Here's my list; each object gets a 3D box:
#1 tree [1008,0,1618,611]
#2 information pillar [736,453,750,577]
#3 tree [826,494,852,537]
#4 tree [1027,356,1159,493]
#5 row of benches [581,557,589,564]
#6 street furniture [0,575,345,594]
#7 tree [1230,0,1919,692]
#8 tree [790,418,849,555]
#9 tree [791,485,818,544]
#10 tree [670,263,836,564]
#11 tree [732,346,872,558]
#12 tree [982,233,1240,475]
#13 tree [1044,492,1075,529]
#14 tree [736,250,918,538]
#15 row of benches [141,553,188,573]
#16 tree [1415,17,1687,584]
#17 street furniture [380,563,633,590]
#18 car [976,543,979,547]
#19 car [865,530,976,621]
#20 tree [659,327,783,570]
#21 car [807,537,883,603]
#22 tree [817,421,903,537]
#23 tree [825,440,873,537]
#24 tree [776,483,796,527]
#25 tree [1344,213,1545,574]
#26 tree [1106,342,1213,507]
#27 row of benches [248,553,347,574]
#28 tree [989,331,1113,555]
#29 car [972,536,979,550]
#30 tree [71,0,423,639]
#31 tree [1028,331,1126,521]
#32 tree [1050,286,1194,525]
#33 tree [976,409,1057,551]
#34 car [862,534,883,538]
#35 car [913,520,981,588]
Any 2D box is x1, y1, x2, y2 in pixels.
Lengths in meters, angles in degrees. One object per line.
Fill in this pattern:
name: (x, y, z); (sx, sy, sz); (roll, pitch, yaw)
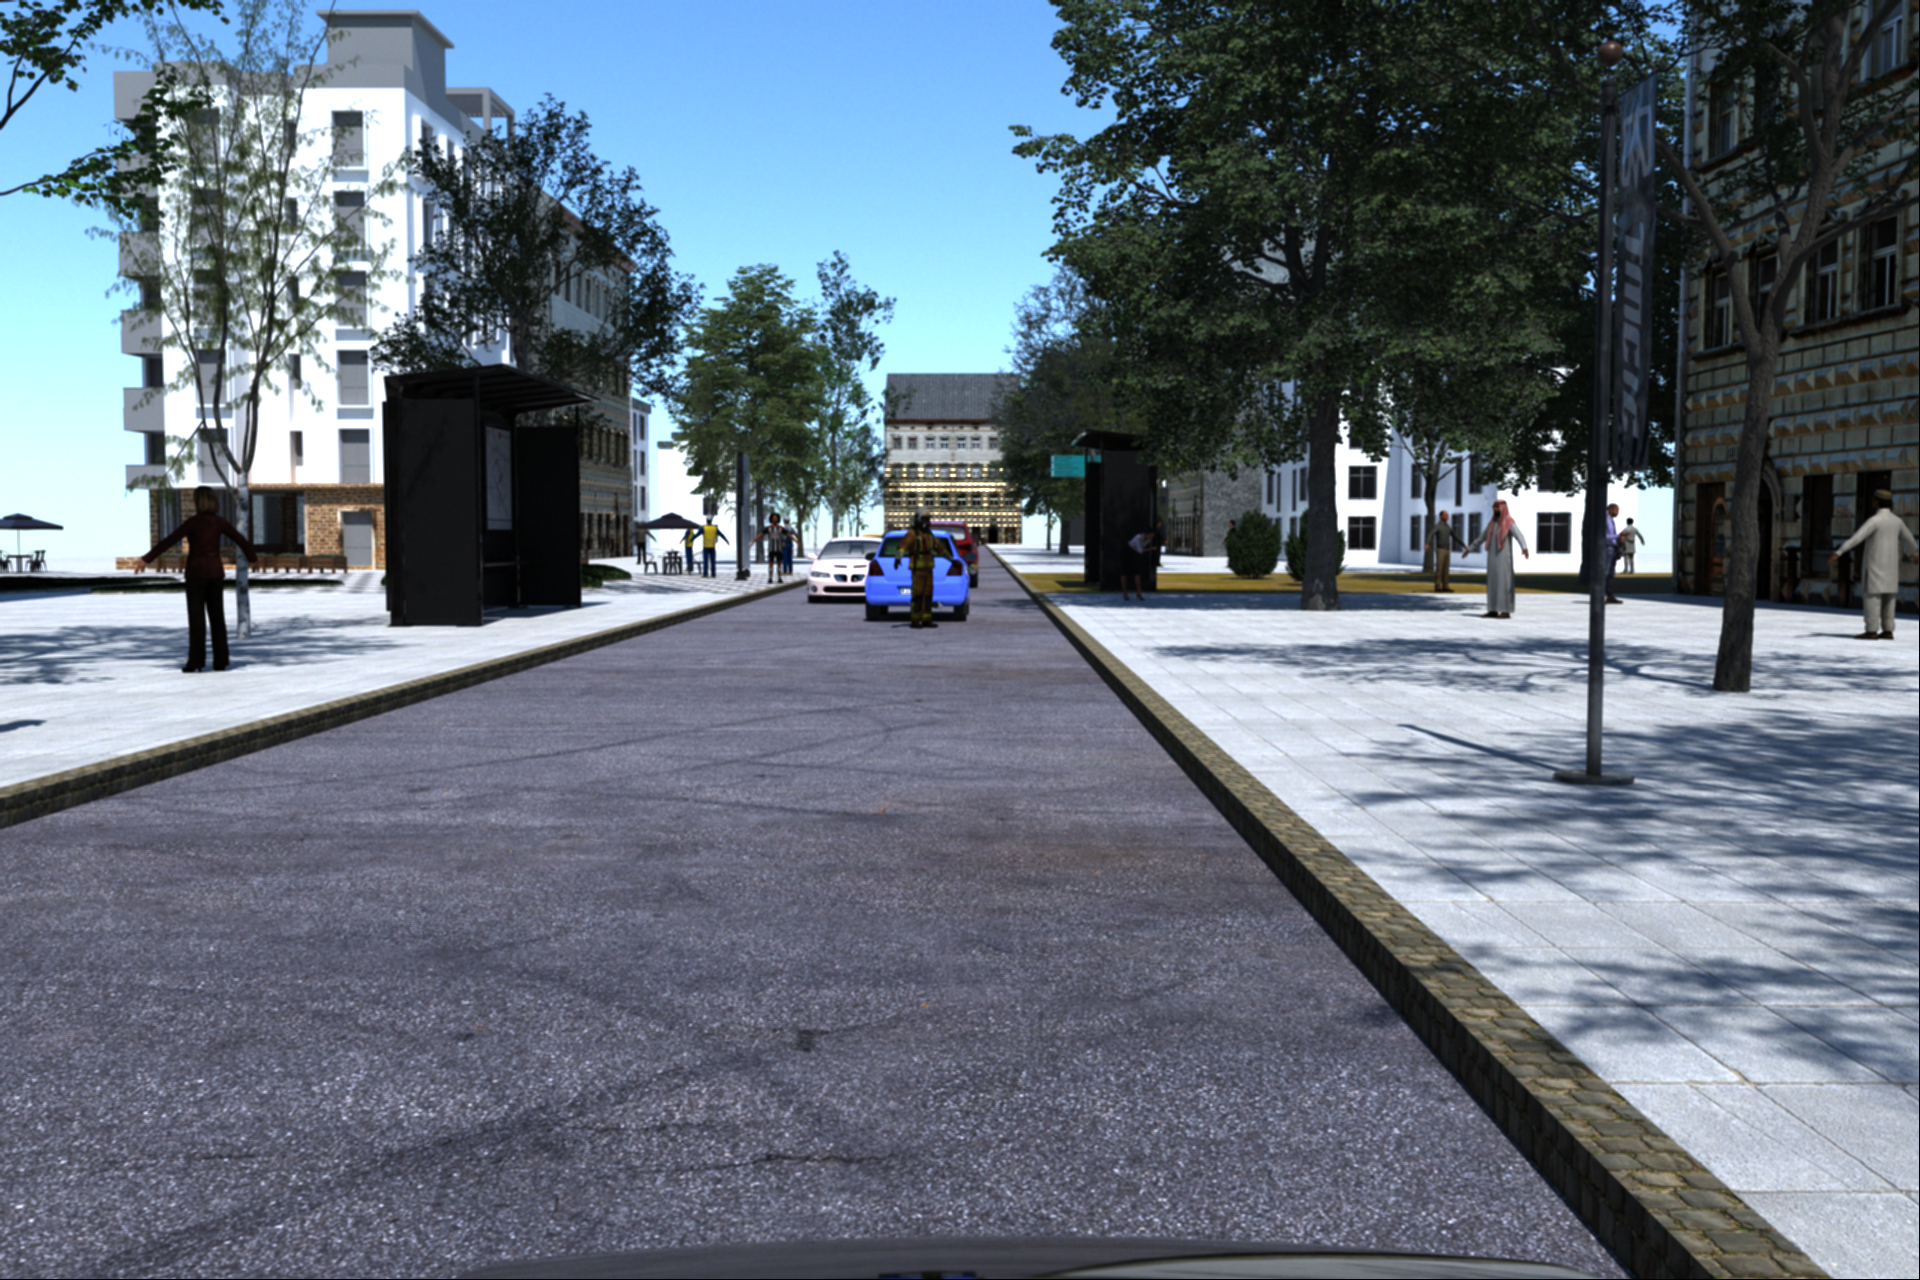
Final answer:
tree: (5.967, -7.471, 28.807); (9.857, 13.997, 8.962); (0, 3, 0)
information pillar: (-6.414, -3.663, 51.207); (0.184, 3.620, 1.656); (0, 4, 1)
tree: (-15.819, -17.071, 229.477); (4.737, 8.622, 4.395); (0, 3, 0)
tree: (6.750, -9.223, 85.215); (7.601, 10.594, 8.767); (-2, 4, -32)
row of benches: (-12.376, -2.229, 51.904); (1.422, 0.672, 4.104); (1, 4, 19)
street furniture: (-30.043, -2.340, 43.290); (27.439, 1.986, 14.083); (2, 4, 25)
tree: (6.191, -4.839, 13.526); (8.767, 10.594, 7.601); (1, 4, 17)
tree: (-8.707, -9.415, 104.295); (4.737, 8.622, 4.395); (0, 3, 0)
tree: (-20.853, -17.415, 235.102); (4.737, 8.622, 4.395); (0, 3, 0)
tree: (-8.744, -9.474, 73.028); (7.486, 12.596, 7.792); (0, 3, 0)
tree: (-8.474, -10.197, 92.474); (9.928, 11.665, 9.643); (0, 3, 0)
tree: (6.119, -9.762, 69.983); (12.009, 13.543, 11.850); (0, 3, 0)
tree: (7.231, -10.300, 118.761); (4.737, 8.622, 4.395); (0, 3, 0)
tree: (-9.293, -16.052, 118.334); (12.611, 20.169, 13.585); (0, 3, 0)
row of benches: (-25.790, -2.552, 57.184); (4.104, 0.672, 1.422); (3, 4, 38)
tree: (16.294, -8.407, 44.105); (9.857, 13.997, 8.962); (0, 3, 0)
street furniture: (-11.359, -1.769, 44.548); (5.734, 0.657, 10.072); (0, 4, -2)
car: (-0.314, -3.355, 66.657); (2.131, 1.459, 4.920); (0, 4, -1)
car: (-0.692, -1.234, 29.775); (1.945, 1.707, 3.694); (0, 4, 1)
tree: (-9.092, -6.803, 61.590); (4.360, 8.622, 3.978); (0, 3, 0)
car: (-2.249, -1.552, 37.738); (2.083, 1.381, 4.827); (0, 4, 0)
tree: (-8.128, -12.675, 141.649); (7.601, 10.594, 8.767); (-1, 4, -12)
tree: (-8.510, -11.227, 133.921); (4.737, 8.622, 4.395); (0, 3, 0)
tree: (-22.604, -17.084, 229.679); (4.360, 8.622, 3.978); (0, 3, 0)
tree: (15.186, -7.933, 55.466); (9.928, 11.665, 9.643); (0, 3, 0)
tree: (6.785, -6.673, 59.467); (4.737, 8.622, 4.395); (0, 3, 0)
row of benches: (-21.897, -2.542, 57.017); (4.104, 0.672, 1.422); (1, 4, 22)
tree: (6.388, -12.273, 107.322); (9.857, 13.997, 8.962); (0, 3, 0)
car: (0.310, -6.222, 114.314); (1.945, 1.354, 3.894); (0, 4, 0)
tree: (-8.799, -4.305, 20.748); (4.360, 8.622, 3.978); (0, 3, 0)
tree: (7.482, -10.852, 95.556); (7.486, 12.596, 7.792); (0, 3, 0)
tree: (4.378, -5.956, 47.736); (4.360, 8.622, 3.978); (0, 3, 0)
tree: (6.826, -13.520, 131.428); (12.009, 13.543, 11.850); (0, 3, 0)
car: (-2.713, -2.927, 58.075); (2.015, 1.641, 3.980); (0, 4, 0)
car: (-0.539, -2.395, 47.832); (2.281, 1.827, 5.304); (0, 4, -1)
